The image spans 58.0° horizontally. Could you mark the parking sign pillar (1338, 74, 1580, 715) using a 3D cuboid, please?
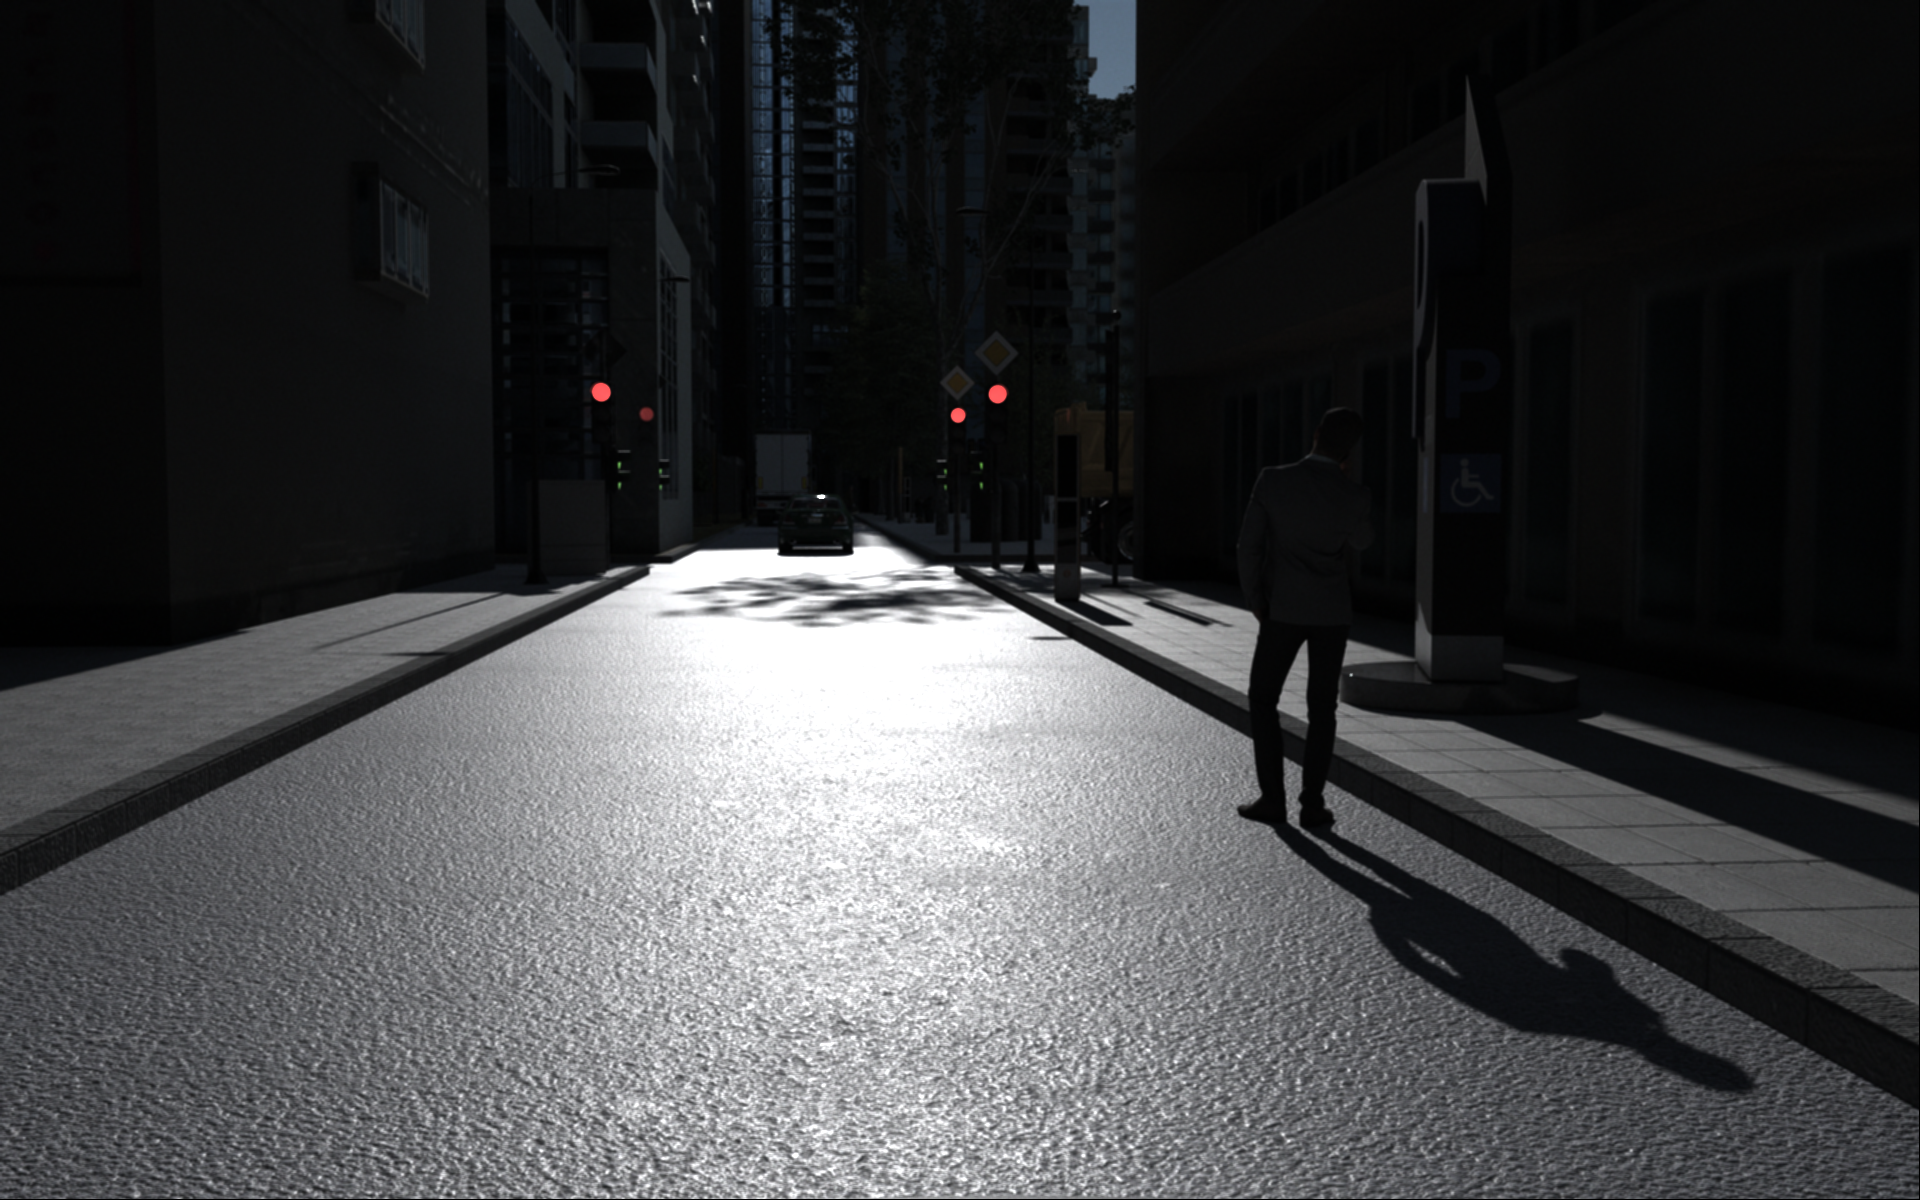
[{"bbox_3d":[3.075,-1.355,10.626,1.447,3.967,1.447,1,4,11],"label":"parking sign pillar"}]

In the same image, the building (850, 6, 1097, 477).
[{"bbox_3d":[0.977,-33.893,173.763,23.786,49.044,30.456,0,4,-5],"label":"building"}]

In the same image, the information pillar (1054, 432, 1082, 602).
[{"bbox_3d":[1.290,-0.992,20.713,0.304,2.012,0.304,0,4,7],"label":"information pillar"}]

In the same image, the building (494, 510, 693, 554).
[{"bbox_3d":[-18.862,-45.025,48.837,22.319,86.520,31.000,0,4,-5],"label":"building"}]

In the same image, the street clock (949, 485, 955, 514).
[{"bbox_3d":[-0.597,-6.607,112.590,0.471,2.002,0.358,-1,4,-15],"label":"street clock"}]

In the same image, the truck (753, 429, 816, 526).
[{"bbox_3d":[-8.113,-5.584,80.214,2.839,4.237,11.283,0,4,-5],"label":"truck"}]

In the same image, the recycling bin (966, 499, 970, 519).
[{"bbox_3d":[0.784,-4.631,88.265,0.722,1.027,0.722,2,4,28],"label":"recycling bin"}]

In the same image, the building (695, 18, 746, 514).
[{"bbox_3d":[-25.587,-41.702,120.080,20.563,71.187,20.611,0,4,-5],"label":"building"}]

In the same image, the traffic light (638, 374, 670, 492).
[{"bbox_3d":[-6.667,-2.951,37.163,0.839,4.253,0.868,0,4,-5],"label":"traffic light"}]

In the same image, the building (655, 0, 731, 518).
[{"bbox_3d":[-24.202,-28.668,88.322,23.786,49.044,30.456,0,4,-5],"label":"building"}]

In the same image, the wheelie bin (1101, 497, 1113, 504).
[{"bbox_3d":[5.567,-3.372,63.045,0.980,1.594,0.693,3,5,43],"label":"wheelie bin"}]

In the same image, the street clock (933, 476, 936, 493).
[{"bbox_3d":[-0.745,-3.622,63.794,0.471,2.002,0.358,1,4,10],"label":"street clock"}]

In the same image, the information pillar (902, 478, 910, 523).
[{"bbox_3d":[-2.416,-4.459,77.397,0.304,2.012,0.304,-2,4,-30],"label":"information pillar"}]

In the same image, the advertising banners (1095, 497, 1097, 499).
[{"bbox_3d":[8.173,-6.530,102.951,0.090,3.025,2.074,3,4,36],"label":"advertising banners"}]

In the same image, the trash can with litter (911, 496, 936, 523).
[{"bbox_3d":[-1.466,-3.951,75.985,0.624,1.170,1.055,3,5,40],"label":"trash can with litter"}]

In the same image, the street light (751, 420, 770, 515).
[{"bbox_3d":[-12.586,-8.322,108.610,1.470,5.913,1.316,0,4,-5],"label":"street light"}]

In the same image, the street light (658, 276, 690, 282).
[{"bbox_3d":[-6.462,-3.947,37.072,1.470,5.913,1.316,0,4,-5],"label":"street light"}]

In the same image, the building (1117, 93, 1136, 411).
[{"bbox_3d":[21.516,-36.116,210.108,30.456,49.044,23.786,0,4,-5],"label":"building"}]

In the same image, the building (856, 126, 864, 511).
[{"bbox_3d":[-1.198,-22.330,136.797,14.160,30.474,14.107,0,4,-5],"label":"building"}]

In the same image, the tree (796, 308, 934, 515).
[{"bbox_3d":[-4.922,-11.514,105.264,9.611,12.733,9.660,0,3,0],"label":"tree"}]

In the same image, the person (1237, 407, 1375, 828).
[{"bbox_3d":[1.493,0.069,7.548,0.592,1.802,0.473,1,4,20],"label":"person"}]

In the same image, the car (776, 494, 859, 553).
[{"bbox_3d":[-3.604,-1.947,43.637,2.131,1.459,4.920,0,4,-3],"label":"car"}]

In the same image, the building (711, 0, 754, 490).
[{"bbox_3d":[-23.840,-29.868,138.455,14.600,45.320,14.200,0,4,-5],"label":"building"}]

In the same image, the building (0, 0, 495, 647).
[{"bbox_3d":[-17.476,-24.027,16.550,21.600,48.544,21.300,0,4,-5],"label":"building"}]

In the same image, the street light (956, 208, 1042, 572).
[{"bbox_3d":[0.630,-3.410,28.294,1.470,5.913,1.316,0,4,-5],"label":"street light"}]

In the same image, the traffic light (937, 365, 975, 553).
[{"bbox_3d":[-0.081,-2.986,37.741,0.839,4.253,0.868,0,4,-5],"label":"traffic light"}]

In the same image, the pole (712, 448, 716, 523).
[{"bbox_3d":[-10.827,-5.052,76.437,0.158,3.312,0.155,0,3,0],"label":"pole"}]

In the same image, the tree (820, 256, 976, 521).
[{"bbox_3d":[-2.954,-10.083,82.989,7.486,12.596,7.792,0,3,0],"label":"tree"}]

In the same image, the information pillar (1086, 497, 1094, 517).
[{"bbox_3d":[6.912,-5.355,92.053,0.304,2.012,0.304,2,4,27],"label":"information pillar"}]

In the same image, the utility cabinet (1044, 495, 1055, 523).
[{"bbox_3d":[4.150,-4.011,76.745,0.306,1.237,1.020,3,5,41],"label":"utility cabinet"}]

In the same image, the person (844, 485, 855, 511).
[{"bbox_3d":[-4.962,-4.240,77.742,0.656,1.842,0.836,1,4,20],"label":"person"}]

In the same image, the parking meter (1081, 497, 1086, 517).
[{"bbox_3d":[7.029,-5.633,97.815,0.255,1.863,0.399,3,5,44],"label":"parking meter"}]

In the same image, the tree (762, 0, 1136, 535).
[{"bbox_3d":[0.719,-12.057,53.029,12.611,20.169,13.585,0,3,0],"label":"tree"}]

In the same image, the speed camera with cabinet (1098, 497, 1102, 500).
[{"bbox_3d":[6.406,-4.709,71.330,0.660,3.252,2.038,3,4,36],"label":"speed camera with cabinet"}]

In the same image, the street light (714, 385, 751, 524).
[{"bbox_3d":[-9.799,-6.185,73.662,1.470,5.913,1.316,0,4,-5],"label":"street light"}]

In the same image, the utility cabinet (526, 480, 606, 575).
[{"bbox_3d":[-6.199,-1.137,27.264,1.173,1.500,0.318,-2,4,-29],"label":"utility cabinet"}]

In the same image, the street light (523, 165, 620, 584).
[{"bbox_3d":[-5.507,-3.184,24.597,1.470,5.913,1.316,0,4,-5],"label":"street light"}]

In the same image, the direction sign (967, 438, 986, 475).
[{"bbox_3d":[0.676,-4.809,70.624,0.876,3.537,0.379,2,4,33],"label":"direction sign"}]

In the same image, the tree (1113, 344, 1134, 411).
[{"bbox_3d":[8.678,-7.981,80.849,4.737,8.622,4.395,0,3,0],"label":"tree"}]

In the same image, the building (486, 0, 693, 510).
[{"bbox_3d":[-35.319,-52.638,173.301,31.000,86.520,22.319,0,4,-5],"label":"building"}]

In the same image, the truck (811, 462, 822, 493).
[{"bbox_3d":[-13.973,-10.253,156.555,2.839,4.237,11.283,0,4,-4],"label":"truck"}]

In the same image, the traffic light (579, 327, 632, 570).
[{"bbox_3d":[-5.985,-2.464,29.207,0.839,4.253,0.868,0,4,-5],"label":"traffic light"}]

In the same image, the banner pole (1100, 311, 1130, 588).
[{"bbox_3d":[2.065,-2.051,23.552,0.401,3.779,0.863,1,4,19],"label":"banner pole"}]

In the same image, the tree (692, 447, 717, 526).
[{"bbox_3d":[-10.373,-4.579,69.464,1.663,3.219,1.824,0,3,0],"label":"tree"}]

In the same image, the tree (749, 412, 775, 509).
[{"bbox_3d":[-18.796,-12.809,159.791,4.737,8.622,4.395,0,3,0],"label":"tree"}]

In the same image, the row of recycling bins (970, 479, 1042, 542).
[{"bbox_3d":[1.330,-2.464,47.391,1.069,1.692,3.534,2,4,26],"label":"row of recycling bins"}]

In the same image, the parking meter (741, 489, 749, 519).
[{"bbox_3d":[-10.999,-4.908,88.652,0.372,1.533,0.369,0,3,0],"label":"parking meter"}]

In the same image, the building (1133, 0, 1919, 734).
[{"bbox_3d":[14.148,-23.962,15.481,21.300,48.544,21.600,0,4,-5],"label":"building"}]

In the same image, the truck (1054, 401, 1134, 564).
[{"bbox_3d":[6.823,-2.311,33.703,9.791,3.379,3.469,0,4,-4],"label":"truck"}]

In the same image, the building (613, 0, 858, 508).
[{"bbox_3d":[-23.579,-54.540,204.395,31.000,86.520,22.319,0,4,-5],"label":"building"}]

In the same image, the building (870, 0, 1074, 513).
[{"bbox_3d":[-0.092,-28.878,122.260,14.600,45.320,14.200,0,4,-5],"label":"building"}]

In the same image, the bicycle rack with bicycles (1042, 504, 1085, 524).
[{"bbox_3d":[4.530,-4.093,80.301,2.852,0.926,2.925,-1,4,-21],"label":"bicycle rack with bicycles"}]

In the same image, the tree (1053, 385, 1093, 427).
[{"bbox_3d":[7.630,-9.862,111.606,4.360,8.622,3.978,0,3,0],"label":"tree"}]

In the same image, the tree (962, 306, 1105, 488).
[{"bbox_3d":[2.360,-7.125,66.851,4.737,8.622,4.395,0,3,0],"label":"tree"}]

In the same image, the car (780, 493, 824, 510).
[{"bbox_3d":[-5.480,-3.296,62.922,2.155,1.783,4.494,0,4,-3],"label":"car"}]

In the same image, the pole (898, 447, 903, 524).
[{"bbox_3d":[-2.595,-4.961,74.949,0.158,3.312,0.155,0,3,0],"label":"pole"}]

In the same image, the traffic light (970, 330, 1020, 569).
[{"bbox_3d":[0.601,-2.499,29.785,0.839,4.253,0.868,0,4,-5],"label":"traffic light"}]
